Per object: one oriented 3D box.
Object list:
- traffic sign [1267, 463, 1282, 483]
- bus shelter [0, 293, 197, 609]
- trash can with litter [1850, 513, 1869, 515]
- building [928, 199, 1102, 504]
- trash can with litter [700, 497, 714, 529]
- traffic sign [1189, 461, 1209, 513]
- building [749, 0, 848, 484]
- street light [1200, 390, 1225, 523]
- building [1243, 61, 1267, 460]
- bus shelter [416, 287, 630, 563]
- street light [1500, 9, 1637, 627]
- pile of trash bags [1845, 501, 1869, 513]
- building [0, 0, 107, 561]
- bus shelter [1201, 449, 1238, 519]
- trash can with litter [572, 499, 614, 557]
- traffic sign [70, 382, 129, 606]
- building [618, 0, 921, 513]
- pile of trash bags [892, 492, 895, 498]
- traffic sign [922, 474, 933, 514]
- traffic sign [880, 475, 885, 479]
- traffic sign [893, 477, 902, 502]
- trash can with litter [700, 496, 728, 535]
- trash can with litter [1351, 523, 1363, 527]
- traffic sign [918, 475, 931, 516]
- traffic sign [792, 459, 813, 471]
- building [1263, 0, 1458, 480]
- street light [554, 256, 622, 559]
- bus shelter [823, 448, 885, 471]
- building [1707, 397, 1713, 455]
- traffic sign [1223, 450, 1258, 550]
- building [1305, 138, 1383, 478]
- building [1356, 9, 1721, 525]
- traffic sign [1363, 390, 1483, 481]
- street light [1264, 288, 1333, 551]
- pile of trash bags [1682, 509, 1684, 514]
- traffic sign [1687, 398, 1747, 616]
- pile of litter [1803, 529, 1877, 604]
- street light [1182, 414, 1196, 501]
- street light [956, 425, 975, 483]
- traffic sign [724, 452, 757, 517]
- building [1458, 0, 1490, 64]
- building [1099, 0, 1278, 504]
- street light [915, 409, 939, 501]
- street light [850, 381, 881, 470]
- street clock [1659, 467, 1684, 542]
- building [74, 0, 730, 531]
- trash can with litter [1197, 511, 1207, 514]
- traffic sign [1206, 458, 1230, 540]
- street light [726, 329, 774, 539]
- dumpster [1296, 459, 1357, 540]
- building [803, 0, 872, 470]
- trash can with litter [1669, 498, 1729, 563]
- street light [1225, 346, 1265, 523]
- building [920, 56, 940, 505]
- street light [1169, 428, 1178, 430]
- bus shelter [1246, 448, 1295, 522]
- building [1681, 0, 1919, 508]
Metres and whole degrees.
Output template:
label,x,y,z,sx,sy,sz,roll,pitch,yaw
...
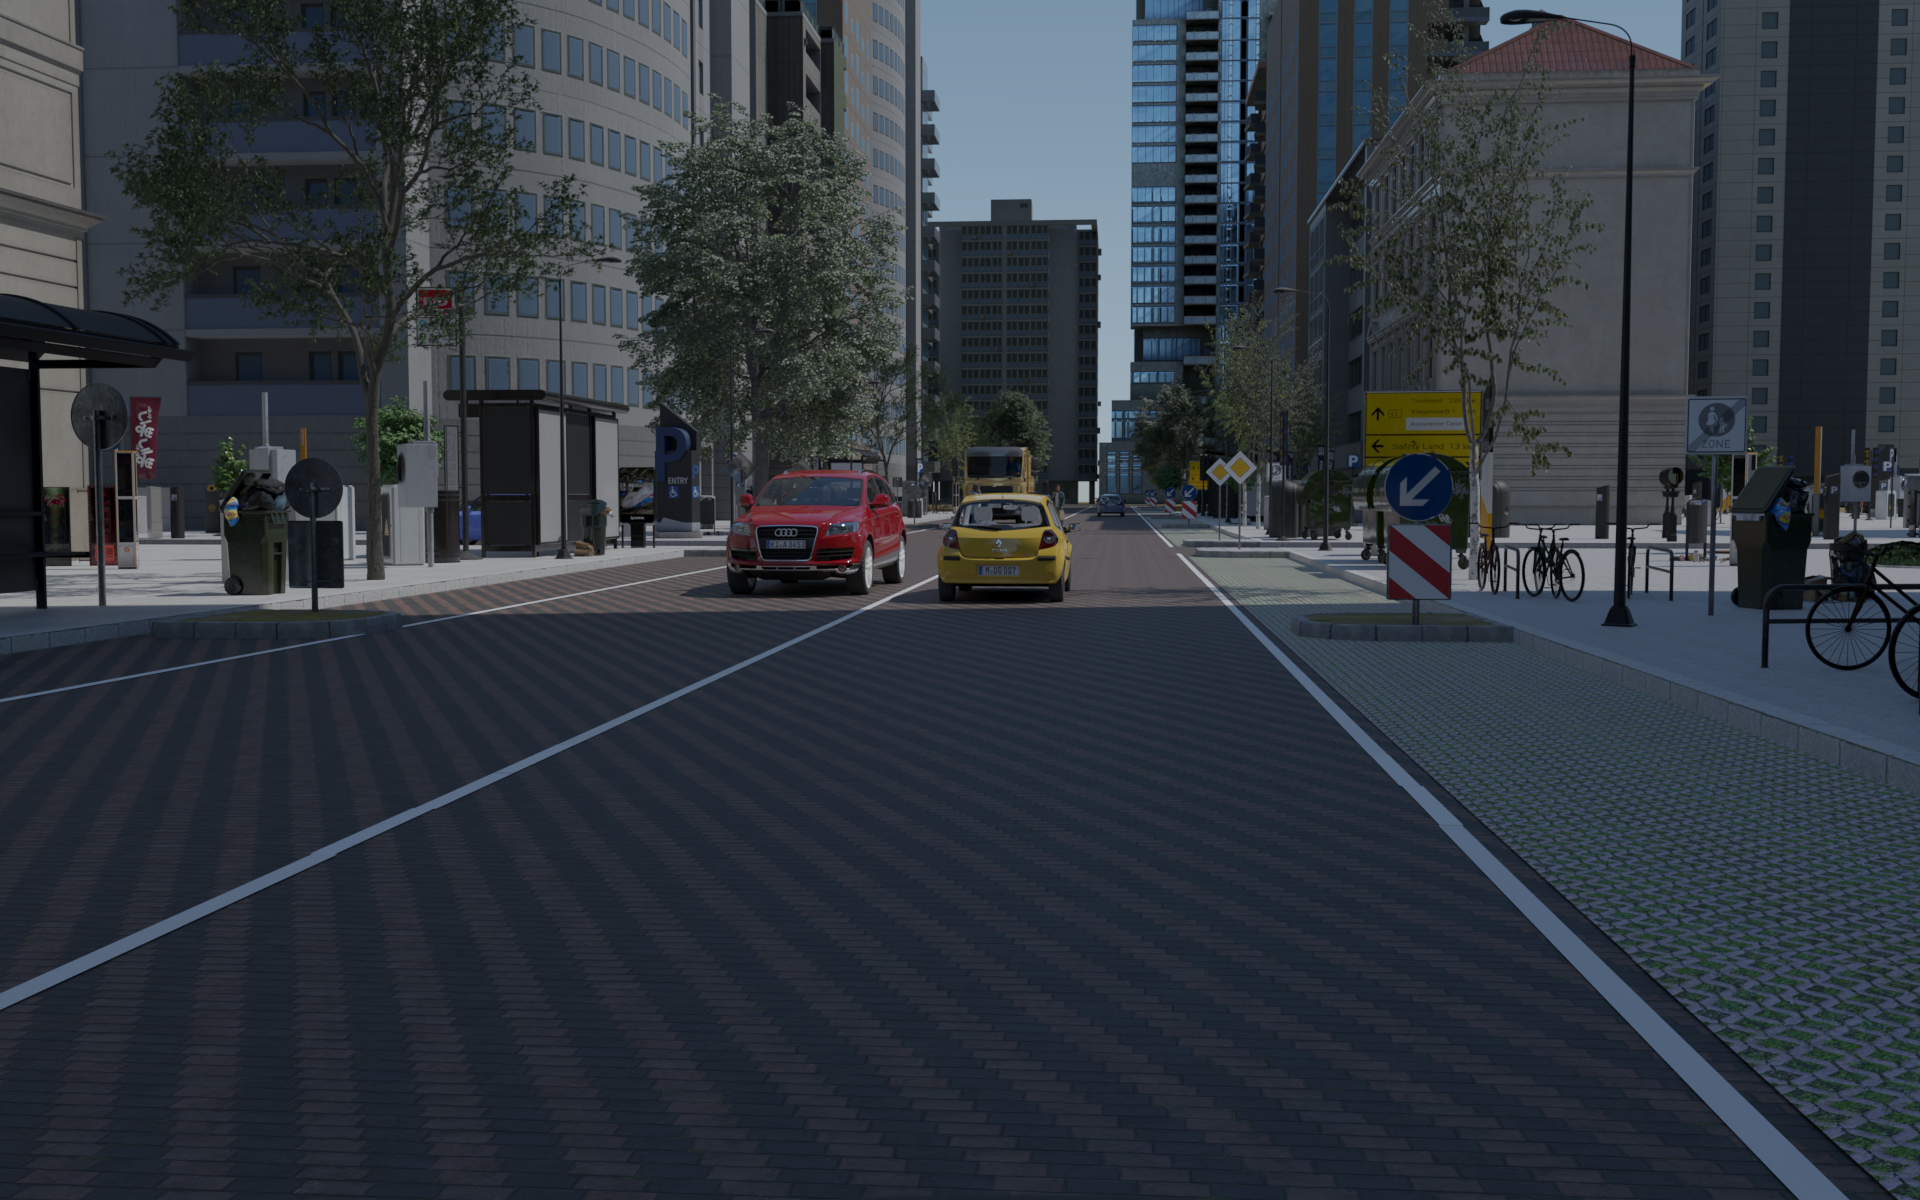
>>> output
label,x,y,z,sx,sy,sz,roll,pitch,yaw
traffic sign,10.305,-3.327,56.523,0.606,2.300,0.079,1,4,9
bus shelter,-9.785,-1.397,16.771,2.014,3.302,5.546,0,4,5
trash can with litter,55.525,-5.784,105.629,1.678,1.210,2.233,-2,4,-32
building,6.756,-32.972,230.972,23.993,40.220,32.217,0,4,5
trash can with litter,-9.355,-3.172,63.253,0.624,1.170,1.055,-2,4,-27
traffic sign,15.137,-6.854,105.935,2.265,3.308,0.079,1,4,14
building,-14.706,-20.251,102.802,14.160,30.474,14.107,0,4,5
street light,11.455,-6.410,77.347,1.470,5.913,1.316,0,4,5
building,39.980,-31.750,173.733,22.147,44.769,28.867,0,4,5
bus shelter,-9.197,-3.582,36.193,2.179,5.291,8.768,0,4,5
street light,5.882,-2.704,16.745,1.470,5.913,1.316,0,4,5
pile of trash bags,60.341,-6.502,116.062,1.912,1.369,3.447,2,4,26
building,-31.746,-11.860,27.190,30.059,22.955,16.112,0,4,5
bus shelter,13.967,-6.232,93.169,1.731,3.624,6.357,0,4,5
trash can with litter,-7.622,-1.499,35.898,0.624,1.170,1.055,0,4,8
traffic sign,-9.835,-1.204,19.788,0.768,2.556,0.104,1,4,14
building,-15.501,-37.395,153.410,21.231,58.520,28.212,0,4,5
pile of trash bags,-4.205,-4.622,85.322,1.912,1.369,3.447,2,4,29
traffic sign,-2.090,-6.605,108.095,0.768,2.556,0.104,1,4,10
traffic sign,-4.288,-5.695,95.236,0.606,2.300,0.079,0,4,6
traffic sign,-3.775,-6.261,104.495,0.606,2.300,0.079,1,4,10
trash can with litter,-7.572,-2.631,54.079,2.233,1.210,1.678,1,4,11
trash can with litter,15.272,-3.522,68.636,1.678,1.210,2.233,-1,4,-16
traffic sign,-2.088,-6.191,102.404,0.795,2.450,0.064,0,4,8
traffic sign,-4.468,-2.771,48.944,0.795,2.450,0.064,0,4,5
building,34.293,-30.692,151.918,14.600,45.320,14.200,0,4,5
street light,-7.301,-3.761,34.031,1.470,5.913,1.316,0,4,5
bus shelter,-4.706,-5.090,77.144,2.014,3.302,5.546,0,4,5
building,78.541,-36.746,220.402,30.456,49.044,23.786,0,4,5
traffic sign,6.445,-2.218,39.906,0.795,2.450,0.064,0,4,5
building,29.948,-17.557,106.117,14.314,24.678,30.058,0,4,5
building,25.732,-14.969,80.902,11.583,22.565,21.152,0,4,5
traffic sign,9.075,-2.456,34.026,2.265,3.308,0.079,1,4,9
street light,7.740,-4.072,39.112,1.470,5.913,1.316,0,4,5
pile of trash bags,46.486,-6.308,112.884,1.912,1.369,3.447,0,4,-2
traffic sign,7.930,-0.984,18.224,0.606,2.300,0.079,1,4,13
pile of litter,10.522,-0.434,21.062,1.719,0.858,1.176,-3,4,-37
street light,13.542,-7.806,100.174,1.470,5.913,1.316,0,4,5
street light,0.284,-8.826,116.839,1.470,5.913,1.316,0,4,5
traffic sign,-5.198,-2.284,40.992,0.795,2.450,0.064,0,4,5
building,32.971,-29.798,137.302,14.600,45.320,14.200,0,4,5
building,33.748,-55.666,222.816,31.000,86.520,22.319,0,4,5
street light,-1.820,-7.403,93.573,1.470,5.913,1.316,0,4,5
street light,-3.938,-6.037,71.240,1.470,5.913,1.316,0,4,5
street clock,19.138,-2.565,46.504,0.471,2.002,0.358,-1,4,-11
building,-22.159,-32.443,72.450,21.231,58.520,28.212,0,4,5
trash can with litter,16.122,-6.244,113.152,2.233,1.210,1.678,3,5,44
traffic sign,7.176,-2.704,47.858,0.795,2.450,0.064,0,4,5
street light,-5.923,-4.670,48.895,1.470,5.913,1.316,0,4,5
dumpster,10.344,-2.839,48.915,1.502,2.255,1.985,0,4,5
building,-14.577,-29.463,131.834,14.600,45.320,14.200,0,4,5
trash can with litter,14.547,-1.364,33.361,2.233,1.210,1.678,-2,4,-27
street light,9.221,-5.004,54.361,1.470,5.913,1.316,0,4,5
building,-17.743,-34.372,181.598,30.456,49.044,23.786,0,4,5
street light,15.486,-9.173,122.523,1.470,5.913,1.316,0,4,5
bus shelter,13.810,-5.149,78.107,2.014,3.302,5.546,0,4,5
building,83.007,-44.956,173.288,20.611,71.187,20.563,0,4,5
